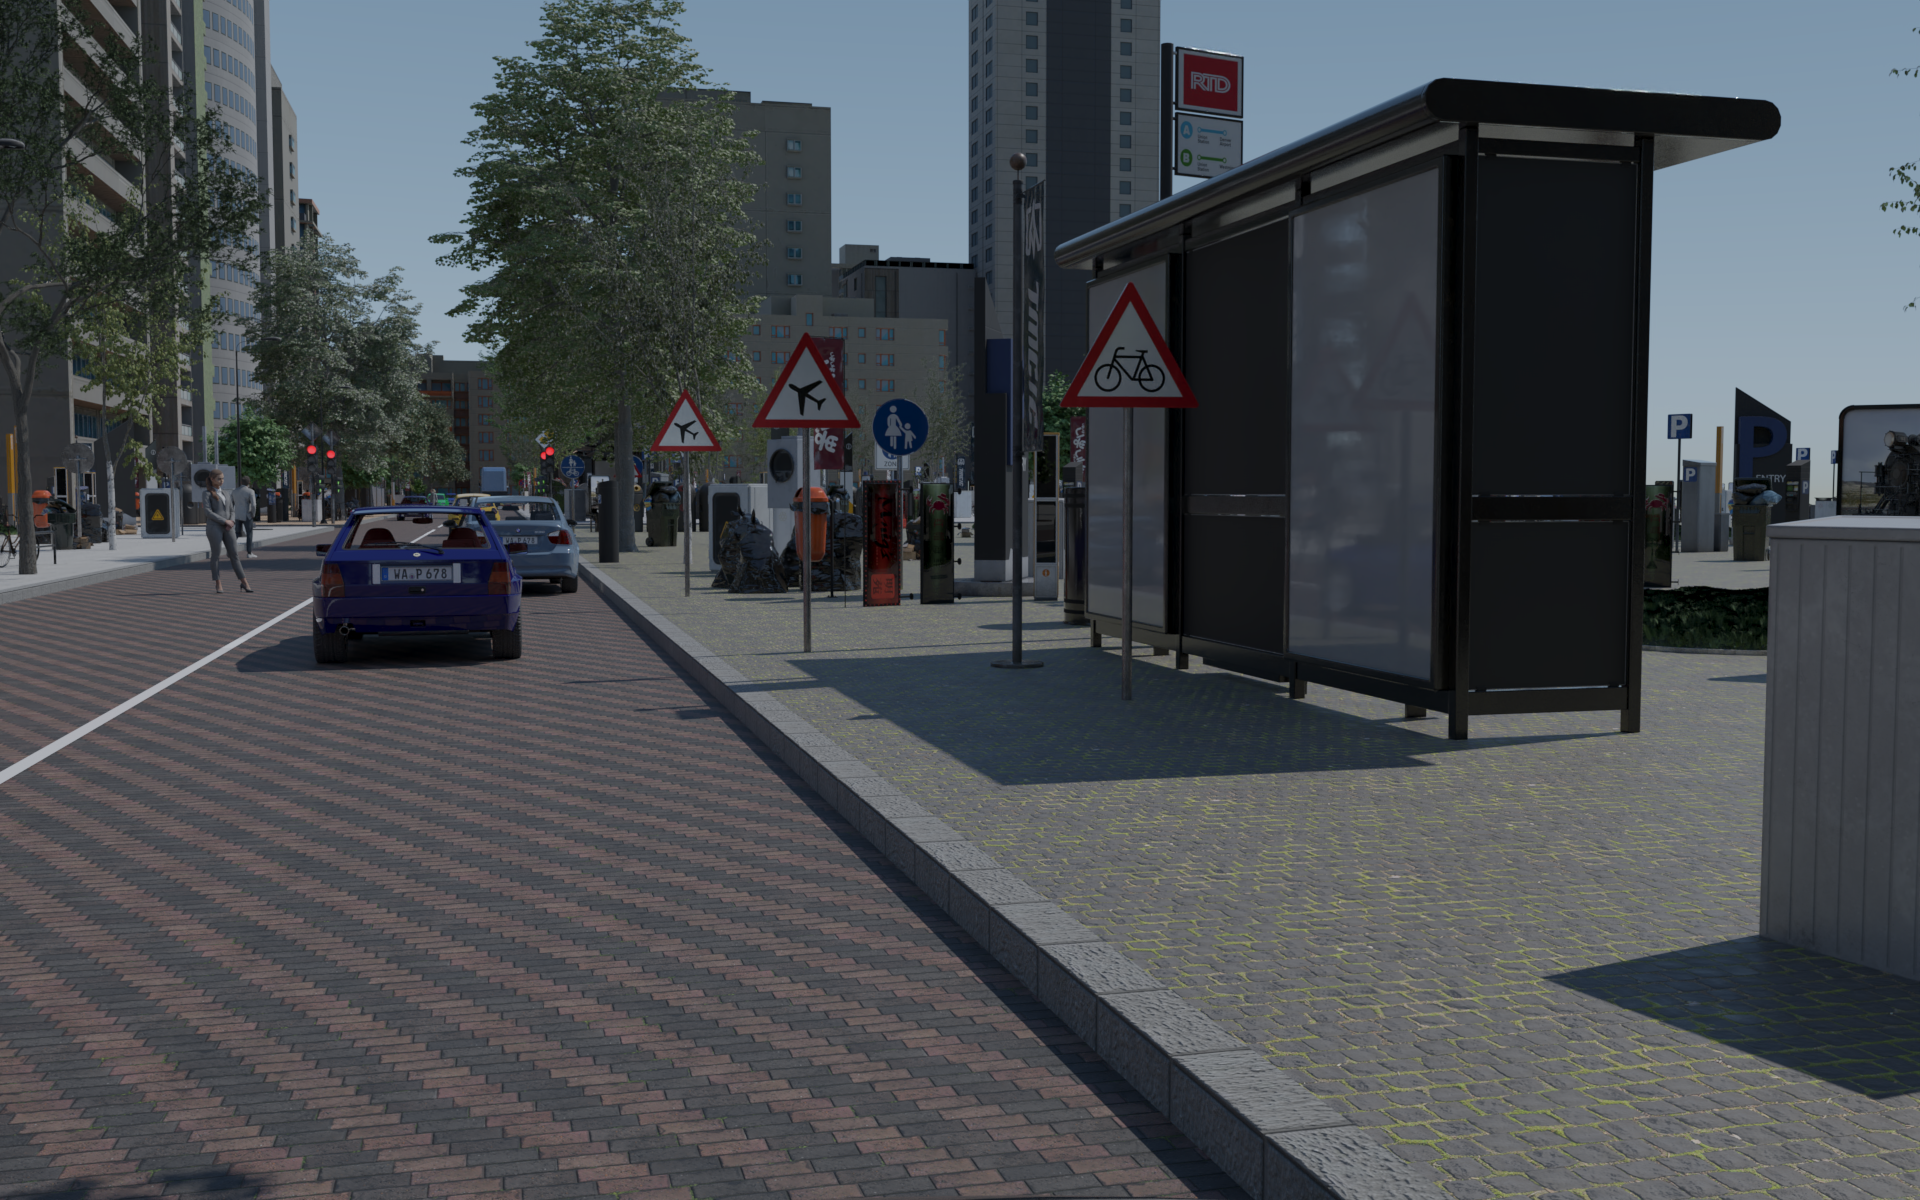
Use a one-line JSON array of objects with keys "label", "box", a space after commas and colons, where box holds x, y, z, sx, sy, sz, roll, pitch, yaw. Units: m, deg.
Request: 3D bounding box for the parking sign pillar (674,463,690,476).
[{"label": "parking sign pillar", "box": [-15.651, -6.661, 97.373, 1.447, 3.967, 1.447, -2, 4, -35]}]

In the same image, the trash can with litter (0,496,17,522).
[{"label": "trash can with litter", "box": [-43.862, -4.180, 79.403, 2.233, 1.210, 1.678, 1, 4, 10]}]

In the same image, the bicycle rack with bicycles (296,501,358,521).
[{"label": "bicycle rack with bicycles", "box": [-31.808, -4.486, 86.735, 2.925, 0.926, 2.852, 0, 4, 2]}]

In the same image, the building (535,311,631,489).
[{"label": "building", "box": [-54.921, -29.418, 252.686, 14.107, 30.474, 14.160, -1, 4, -15]}]

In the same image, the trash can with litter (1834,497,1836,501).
[{"label": "trash can with litter", "box": [42.268, -4.458, 83.940, 1.678, 1.210, 2.233, -3, 5, -39]}]

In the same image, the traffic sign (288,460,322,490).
[{"label": "traffic sign", "box": [-39.111, -6.694, 103.314, 2.265, 3.308, 0.079, -1, 4, -11]}]

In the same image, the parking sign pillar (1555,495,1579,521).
[{"label": "parking sign pillar", "box": [21.576, -4.429, 60.893, 1.447, 3.967, 1.447, -2, 4, -25]}]

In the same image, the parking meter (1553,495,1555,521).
[{"label": "parking meter", "box": [24.073, -3.912, 69.679, 0.255, 1.863, 0.399, -2, 4, -27]}]

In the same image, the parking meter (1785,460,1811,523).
[{"label": "parking meter", "box": [14.245, -1.454, 29.482, 0.399, 1.863, 0.255, -3, 4, -37]}]

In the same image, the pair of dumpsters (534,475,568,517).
[{"label": "pair of dumpsters", "box": [-20.626, -5.194, 87.415, 1.574, 2.255, 4.437, -1, 4, -15]}]

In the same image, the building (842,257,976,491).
[{"label": "building", "box": [-6.505, -27.141, 215.459, 14.107, 30.474, 14.160, -1, 4, -15]}]

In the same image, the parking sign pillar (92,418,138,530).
[{"label": "parking sign pillar", "box": [-29.660, -4.417, 60.688, 1.447, 3.967, 1.447, -3, 5, -43]}]

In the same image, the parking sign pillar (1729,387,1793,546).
[{"label": "parking sign pillar", "box": [20.125, -3.362, 43.433, 1.447, 3.967, 1.447, 1, 4, 15]}]

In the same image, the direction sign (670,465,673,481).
[{"label": "direction sign", "box": [-22.214, -8.751, 135.081, 0.379, 3.537, 0.876, 3, 5, 44]}]

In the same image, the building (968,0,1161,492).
[{"label": "building", "box": [11.384, -47.477, 214.505, 20.611, 71.187, 20.563, -1, 4, -15]}]

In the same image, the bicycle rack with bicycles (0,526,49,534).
[{"label": "bicycle rack with bicycles", "box": [-33.678, -2.886, 60.576, 2.852, 0.926, 2.925, -2, 4, -32]}]

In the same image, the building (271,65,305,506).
[{"label": "building", "box": [-84.349, -34.588, 189.221, 21.600, 48.544, 21.300, -1, 4, -15]}]

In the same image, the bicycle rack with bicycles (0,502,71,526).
[{"label": "bicycle rack with bicycles", "box": [-40.605, -3.847, 76.287, 2.852, 0.926, 2.925, -3, 5, -43]}]

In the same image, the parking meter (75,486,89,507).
[{"label": "parking meter", "box": [-27.034, -2.749, 53.363, 0.372, 1.533, 0.369, 0, 3, 0]}]

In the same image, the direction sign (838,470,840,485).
[{"label": "direction sign", "box": [-6.672, -6.364, 96.047, 0.379, 3.537, 0.876, 1, 4, 9]}]

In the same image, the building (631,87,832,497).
[{"label": "building", "box": [-27.315, -35.541, 204.789, 21.300, 48.544, 21.600, -1, 4, -15]}]

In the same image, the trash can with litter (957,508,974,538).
[{"label": "trash can with litter", "box": [0.463, -2.435, 51.207, 1.055, 1.170, 0.624, -1, 4, -9]}]

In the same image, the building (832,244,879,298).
[{"label": "building", "box": [-15.530, -35.518, 272.595, 23.993, 40.220, 32.217, -1, 4, -15]}]

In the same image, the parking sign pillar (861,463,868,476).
[{"label": "parking sign pillar", "box": [-8.174, -9.907, 150.448, 1.447, 3.967, 1.447, 1, 4, 14]}]

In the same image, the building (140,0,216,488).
[{"label": "building", "box": [-61.119, -26.772, 121.319, 14.154, 41.232, 14.086, -1, 4, -15]}]

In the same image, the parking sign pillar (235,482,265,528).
[{"label": "parking sign pillar", "box": [-27.421, -4.706, 65.418, 1.447, 3.967, 1.447, 0, 4, 2]}]

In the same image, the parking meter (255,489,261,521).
[{"label": "parking meter", "box": [-33.586, -4.540, 82.634, 0.372, 1.533, 0.369, 0, 3, 0]}]

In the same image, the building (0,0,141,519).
[{"label": "building", "box": [-56.387, -28.559, 90.634, 21.300, 48.544, 21.600, -1, 4, -15]}]

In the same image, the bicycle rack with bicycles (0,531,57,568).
[{"label": "bicycle rack with bicycles", "box": [-17.339, -1.043, 30.430, 2.852, 0.926, 2.925, -1, 4, -10]}]

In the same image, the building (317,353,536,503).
[{"label": "building", "box": [-77.590, -25.044, 254.504, 28.899, 21.520, 27.650, -1, 4, -15]}]

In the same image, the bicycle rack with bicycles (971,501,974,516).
[{"label": "bicycle rack with bicycles", "box": [1.610, -5.193, 98.288, 2.925, 0.926, 2.852, 3, 5, 39]}]

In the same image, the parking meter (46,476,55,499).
[{"label": "parking meter", "box": [-26.999, -2.810, 51.649, 0.399, 1.863, 0.255, -3, 5, -40]}]

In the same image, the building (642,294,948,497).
[{"label": "building", "box": [-18.266, -20.605, 181.929, 27.650, 21.520, 28.899, -1, 4, -15]}]

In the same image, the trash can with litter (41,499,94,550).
[{"label": "trash can with litter", "box": [-20.624, -1.753, 40.042, 0.624, 1.170, 1.055, 1, 4, 15]}]

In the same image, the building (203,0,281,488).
[{"label": "building", "box": [-73.953, -37.436, 154.078, 21.231, 58.520, 28.212, -1, 4, -15]}]

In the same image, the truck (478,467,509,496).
[{"label": "truck", "box": [-45.189, -10.925, 168.384, 2.967, 4.110, 18.799, -1, 4, -16]}]

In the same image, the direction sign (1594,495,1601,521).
[{"label": "direction sign", "box": [6.947, -1.641, 18.829, 0.876, 3.537, 0.379, 3, 4, 37]}]

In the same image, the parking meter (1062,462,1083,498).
[{"label": "parking meter", "box": [2.030, -1.563, 31.266, 0.255, 1.863, 0.399, 2, 4, 28]}]

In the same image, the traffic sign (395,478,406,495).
[{"label": "traffic sign", "box": [-43.344, -8.201, 134.189, 0.768, 2.556, 0.104, -1, 4, -12]}]

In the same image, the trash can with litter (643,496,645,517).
[{"label": "trash can with litter", "box": [-17.781, -5.151, 95.605, 0.624, 1.170, 1.055, 2, 4, 29]}]

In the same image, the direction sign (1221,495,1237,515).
[{"label": "direction sign", "box": [3.257, -1.795, 21.344, 0.379, 3.537, 0.876, -1, 4, -14]}]

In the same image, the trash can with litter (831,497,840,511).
[{"label": "trash can with litter", "box": [-4.905, -2.585, 53.321, 1.678, 1.210, 2.233, 2, 4, 26]}]

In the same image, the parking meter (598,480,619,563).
[{"label": "parking meter", "box": [-6.576, -1.468, 32.408, 0.372, 1.533, 0.369, 0, 3, 0]}]

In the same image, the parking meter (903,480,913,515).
[{"label": "parking meter", "box": [-2.158, -4.065, 72.169, 0.255, 1.863, 0.399, -3, 5, -43]}]

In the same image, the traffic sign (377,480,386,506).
[{"label": "traffic sign", "box": [-43.216, -7.785, 129.411, 0.606, 2.300, 0.079, 0, 4, -8]}]

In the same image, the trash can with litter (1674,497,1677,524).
[{"label": "trash can with litter", "box": [23.964, -2.919, 59.107, 1.055, 1.170, 0.624, 3, 4, 37]}]

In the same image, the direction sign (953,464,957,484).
[{"label": "direction sign", "box": [-0.143, -8.419, 129.649, 0.876, 3.537, 0.379, 1, 4, 22]}]

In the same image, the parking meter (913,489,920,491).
[{"label": "parking meter", "box": [-2.102, -4.616, 83.874, 0.372, 1.533, 0.369, 0, 3, 0]}]

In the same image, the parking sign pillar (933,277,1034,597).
[{"label": "parking sign pillar", "box": [0.540, -2.063, 22.207, 1.447, 3.967, 1.447, 1, 4, 15]}]

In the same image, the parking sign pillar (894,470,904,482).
[{"label": "parking sign pillar", "box": [-3.501, -6.671, 97.539, 1.447, 3.967, 1.447, 1, 4, 13]}]

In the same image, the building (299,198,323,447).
[{"label": "building", "box": [-105.312, -36.035, 243.792, 28.867, 44.769, 22.147, -1, 4, -15]}]

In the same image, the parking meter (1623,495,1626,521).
[{"label": "parking meter", "box": [15.891, -2.006, 41.211, 0.372, 1.533, 0.369, 0, 3, 0]}]

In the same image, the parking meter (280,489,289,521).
[{"label": "parking meter", "box": [-31.726, -4.460, 81.329, 0.372, 1.533, 0.369, 0, 3, 0]}]

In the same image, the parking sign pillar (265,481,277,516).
[{"label": "parking sign pillar", "box": [-41.086, -6.961, 102.286, 1.447, 3.967, 1.447, -3, 4, -38]}]

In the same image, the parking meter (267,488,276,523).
[{"label": "parking meter", "box": [-30.452, -4.171, 76.599, 0.372, 1.533, 0.369, 0, 3, 0]}]

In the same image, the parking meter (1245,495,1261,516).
[{"label": "parking meter", "box": [6.660, -2.056, 39.330, 0.255, 1.863, 0.399, -1, 4, -16]}]

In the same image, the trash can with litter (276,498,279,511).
[{"label": "trash can with litter", "box": [-32.368, -4.338, 82.316, 0.624, 1.170, 1.055, -3, 5, -40]}]

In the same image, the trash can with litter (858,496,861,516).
[{"label": "trash can with litter", "box": [-4.065, -4.256, 80.648, 2.233, 1.210, 1.678, -1, 4, -20]}]
